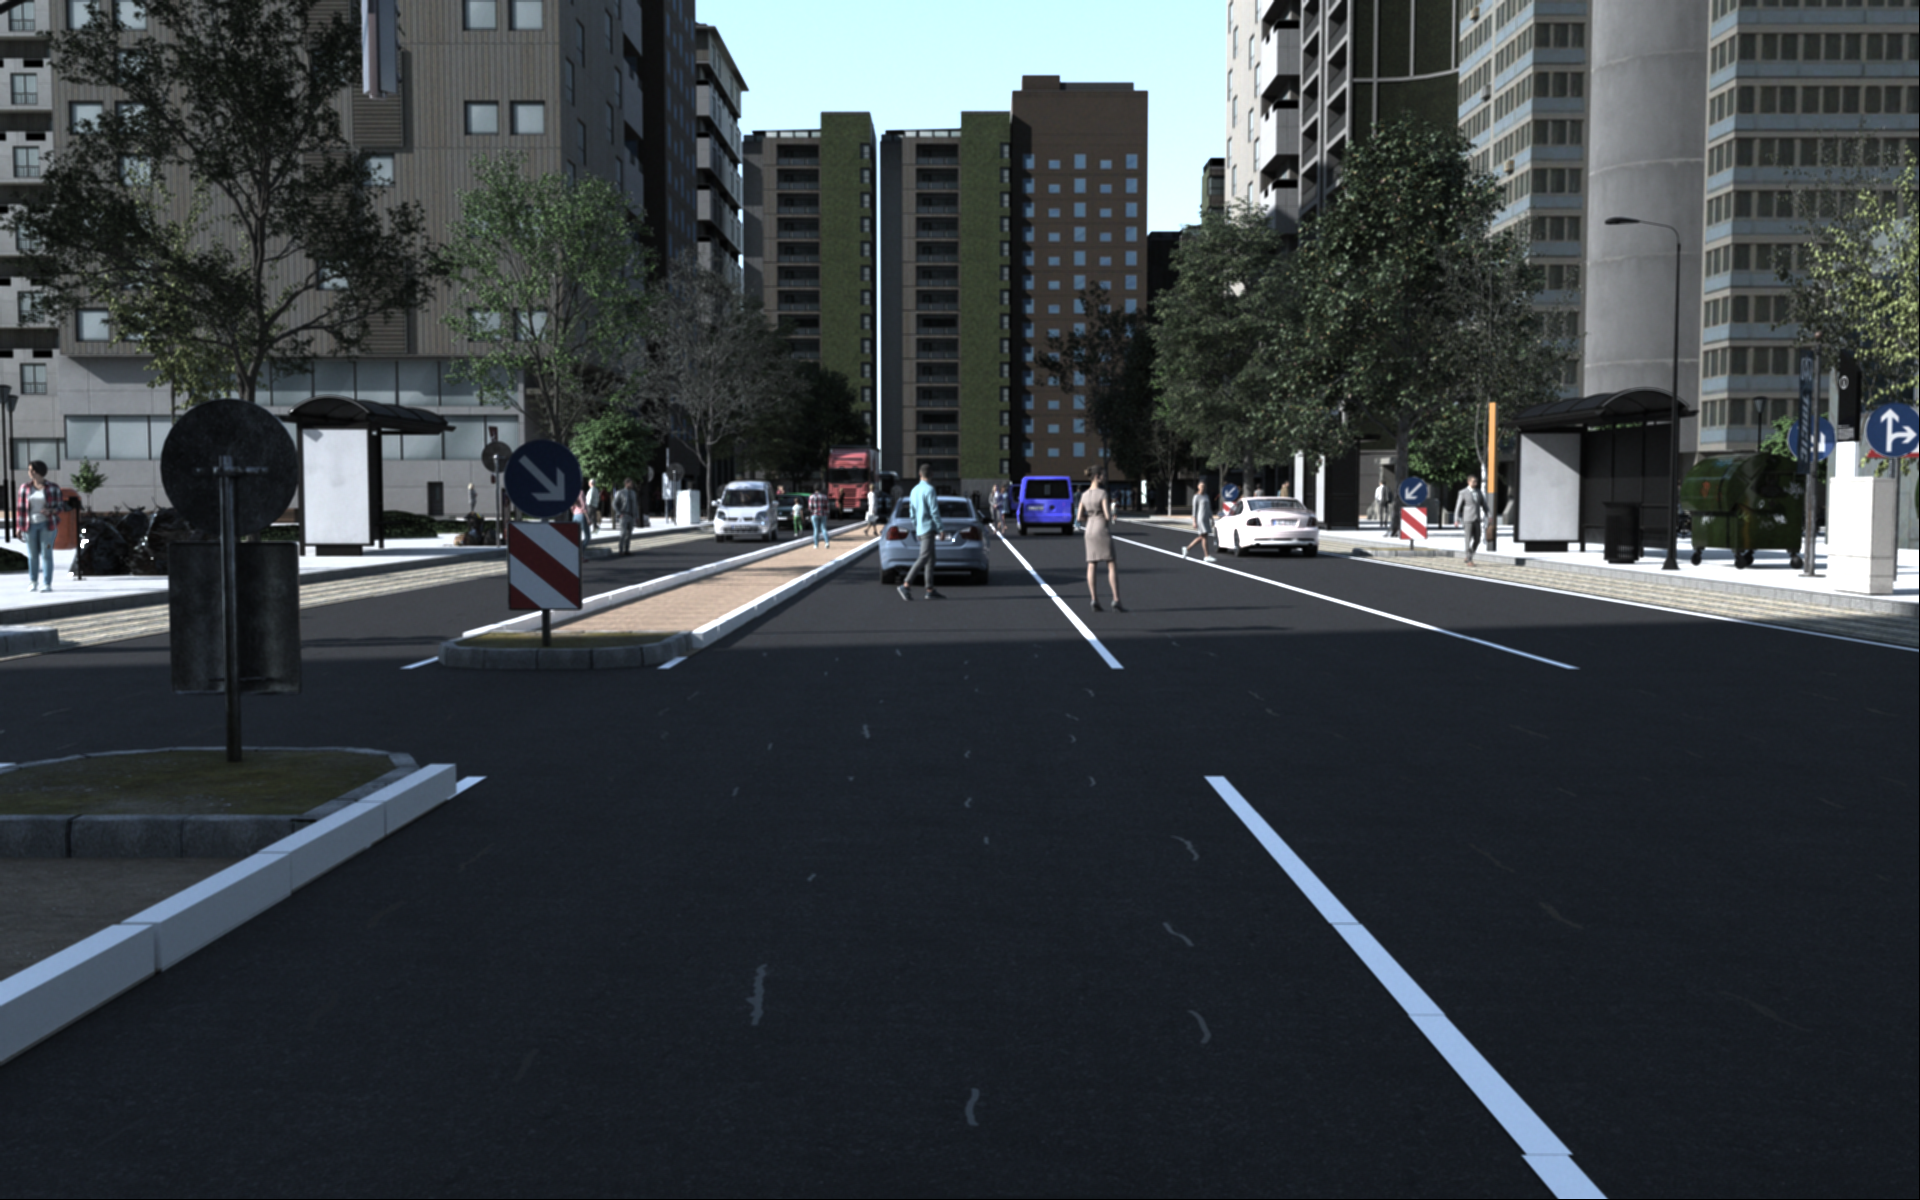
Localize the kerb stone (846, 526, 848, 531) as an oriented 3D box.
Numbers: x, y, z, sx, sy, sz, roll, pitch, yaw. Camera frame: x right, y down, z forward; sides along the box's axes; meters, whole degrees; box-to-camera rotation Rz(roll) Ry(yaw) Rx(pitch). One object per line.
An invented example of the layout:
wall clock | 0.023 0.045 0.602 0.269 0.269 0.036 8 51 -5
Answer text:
kerb stone | -4.435 -2.663 65.739 0.120 0.150 1.000 0 3 0

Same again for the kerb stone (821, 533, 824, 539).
kerb stone | -4.447 -1.973 54.462 0.120 0.150 1.000 0 3 0

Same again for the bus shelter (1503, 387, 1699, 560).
bus shelter | 13.028 -2.555 35.696 2.014 3.302 5.546 0 4 0

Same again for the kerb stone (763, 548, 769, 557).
kerb stone | -4.487 -1.028 39.052 0.120 0.150 1.000 0 3 0

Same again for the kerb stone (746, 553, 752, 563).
kerb stone | -4.498 -0.840 35.979 0.120 0.150 1.000 0 3 0

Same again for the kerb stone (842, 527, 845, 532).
kerb stone | -4.435 -2.538 63.695 0.120 0.150 1.000 0 3 0

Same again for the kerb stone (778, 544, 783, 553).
kerb stone | -4.478 -1.219 42.130 0.120 0.150 1.000 0 3 0

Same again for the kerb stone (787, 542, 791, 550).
kerb stone | -4.475 -1.345 44.182 0.120 0.150 1.000 0 3 0

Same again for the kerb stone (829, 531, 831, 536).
kerb stone | -4.453 -2.161 57.530 0.120 0.150 1.000 0 3 0

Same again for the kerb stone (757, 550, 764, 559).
kerb stone | -4.486 -0.963 38.030 0.120 0.150 1.000 0 3 0

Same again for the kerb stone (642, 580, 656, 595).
kerb stone | -4.517 -0.148 24.713 0.120 0.150 1.000 0 3 0

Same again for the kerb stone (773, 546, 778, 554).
kerb stone | -4.493 -1.157 41.107 0.120 0.150 1.000 0 3 0

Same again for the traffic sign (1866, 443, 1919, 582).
traffic sign | 13.715 -1.550 25.348 0.884 2.594 0.081 1 4 10

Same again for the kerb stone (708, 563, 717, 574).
kerb stone | -4.509 -0.530 30.862 0.120 0.150 1.000 0 3 0

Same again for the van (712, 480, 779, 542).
van | -6.491 -2.800 52.792 2.013 2.044 4.112 0 4 -2

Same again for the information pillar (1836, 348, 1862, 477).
information pillar | 14.132 -2.216 27.589 0.183 3.616 0.504 0 4 -5

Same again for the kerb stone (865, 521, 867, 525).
kerb stone | -4.403 -3.415 78.026 0.120 0.150 1.000 0 3 0

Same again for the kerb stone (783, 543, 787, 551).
kerb stone | -4.477 -1.273 43.155 0.120 0.150 1.000 0 3 0

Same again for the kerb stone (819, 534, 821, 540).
kerb stone | -4.464 -1.911 53.437 0.120 0.150 1.000 0 3 0

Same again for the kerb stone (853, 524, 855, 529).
kerb stone | -4.421 -2.914 69.844 0.120 0.150 1.000 0 3 0

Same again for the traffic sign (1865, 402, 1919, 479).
traffic sign | 12.990 -1.472 24.166 0.768 2.556 0.104 0 4 8

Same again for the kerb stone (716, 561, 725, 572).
kerb stone | -4.500 -0.593 31.889 0.120 0.150 1.000 0 3 0

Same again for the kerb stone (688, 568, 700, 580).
kerb stone | -4.509 -0.402 28.803 0.120 0.150 1.000 0 3 0

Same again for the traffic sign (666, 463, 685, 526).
traffic sign | -11.597 -4.307 70.533 0.768 2.556 0.104 0 4 5

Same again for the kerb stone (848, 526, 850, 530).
kerb stone | -4.433 -2.726 66.765 0.120 0.150 1.000 0 3 0

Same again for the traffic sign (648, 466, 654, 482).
traffic sign | -13.833 -4.650 76.139 0.768 2.556 0.104 0 4 5

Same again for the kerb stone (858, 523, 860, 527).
kerb stone | -4.418 -3.101 72.914 0.120 0.150 1.000 0 3 0

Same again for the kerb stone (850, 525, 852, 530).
kerb stone | -4.428 -2.789 67.800 0.120 0.150 1.000 0 3 0

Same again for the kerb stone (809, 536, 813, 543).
kerb stone | -4.461 -1.723 50.359 0.120 0.150 1.000 0 3 0

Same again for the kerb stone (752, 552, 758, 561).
kerb stone | -4.496 -0.901 37.007 0.120 0.150 1.000 0 3 0

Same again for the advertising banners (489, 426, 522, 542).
advertising banners | -11.938 -3.020 45.573 0.090 3.025 2.074 1 4 10

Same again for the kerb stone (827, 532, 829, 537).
kerb stone | -4.450 -2.099 56.507 0.120 0.150 1.000 0 3 0

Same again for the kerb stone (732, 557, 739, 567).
kerb stone | -4.499 -0.718 33.934 0.120 0.150 1.000 0 3 0

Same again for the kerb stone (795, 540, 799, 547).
kerb stone | -4.475 -1.470 46.236 0.120 0.150 1.000 0 3 0

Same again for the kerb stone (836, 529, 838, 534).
kerb stone | -4.442 -2.350 60.617 0.120 0.150 1.000 0 3 0

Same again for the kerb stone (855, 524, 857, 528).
kerb stone | -4.418 -2.977 70.867 0.120 0.150 1.000 0 3 0

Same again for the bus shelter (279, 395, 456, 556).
bus shelter | -12.906 -2.709 38.218 2.014 3.302 5.546 0 3 0

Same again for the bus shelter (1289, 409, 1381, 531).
bus shelter | 13.623 -5.324 64.681 2.179 5.291 8.768 0 3 0

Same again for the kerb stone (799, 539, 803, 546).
kerb stone | -4.468 -1.533 47.265 0.120 0.150 1.000 0 3 0

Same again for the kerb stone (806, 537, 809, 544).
kerb stone | -4.464 -1.653 49.326 0.120 0.150 1.000 0 3 0

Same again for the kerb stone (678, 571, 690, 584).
kerb stone | -4.519 -0.342 27.781 0.120 0.150 1.000 0 3 0

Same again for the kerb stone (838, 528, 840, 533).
kerb stone | -4.444 -2.412 61.639 0.120 0.150 1.000 0 3 0

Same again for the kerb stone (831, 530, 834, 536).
kerb stone | -4.453 -2.224 58.552 0.120 0.150 1.000 0 3 0

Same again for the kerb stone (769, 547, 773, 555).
kerb stone | -4.492 -1.094 40.075 0.120 0.150 1.000 0 3 0

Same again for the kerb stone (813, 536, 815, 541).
kerb stone | -4.457 -1.785 51.381 0.120 0.150 1.000 0 3 0

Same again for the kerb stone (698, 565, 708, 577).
kerb stone | -4.513 -0.467 29.835 0.120 0.150 1.000 0 3 0

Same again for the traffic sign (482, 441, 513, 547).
traffic sign | -11.152 -2.548 41.763 0.768 2.556 0.104 0 4 1

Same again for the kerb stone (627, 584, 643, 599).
kerb stone | -4.529 -0.091 23.686 0.120 0.150 1.000 0 3 0

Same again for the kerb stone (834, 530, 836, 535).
kerb stone | -4.443 -2.286 59.591 0.120 0.150 1.000 0 3 0

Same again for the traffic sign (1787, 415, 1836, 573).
traffic sign | 13.706 -1.704 27.966 0.768 2.556 0.104 0 4 2

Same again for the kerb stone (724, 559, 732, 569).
kerb stone | -4.504 -0.655 32.912 0.120 0.150 1.000 0 3 0

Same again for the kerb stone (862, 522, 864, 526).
kerb stone | -4.413 -3.290 75.982 0.120 0.150 1.000 0 3 0

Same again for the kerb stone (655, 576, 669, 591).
kerb stone | -4.512 -0.216 25.735 0.120 0.150 1.000 0 3 0

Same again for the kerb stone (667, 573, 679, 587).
kerb stone | -4.518 -0.279 26.759 0.120 0.150 1.000 0 3 0

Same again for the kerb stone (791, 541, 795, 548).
kerb stone | -4.478 -1.408 45.211 0.120 0.150 1.000 0 3 0

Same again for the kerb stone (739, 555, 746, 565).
kerb stone | -4.501 -0.777 34.956 0.120 0.150 1.000 0 3 0

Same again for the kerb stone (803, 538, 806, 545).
kerb stone | -4.467 -1.596 48.296 0.120 0.150 1.000 0 3 0

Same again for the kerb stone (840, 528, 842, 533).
kerb stone | -4.445 -2.475 62.666 0.120 0.150 1.000 0 3 0
